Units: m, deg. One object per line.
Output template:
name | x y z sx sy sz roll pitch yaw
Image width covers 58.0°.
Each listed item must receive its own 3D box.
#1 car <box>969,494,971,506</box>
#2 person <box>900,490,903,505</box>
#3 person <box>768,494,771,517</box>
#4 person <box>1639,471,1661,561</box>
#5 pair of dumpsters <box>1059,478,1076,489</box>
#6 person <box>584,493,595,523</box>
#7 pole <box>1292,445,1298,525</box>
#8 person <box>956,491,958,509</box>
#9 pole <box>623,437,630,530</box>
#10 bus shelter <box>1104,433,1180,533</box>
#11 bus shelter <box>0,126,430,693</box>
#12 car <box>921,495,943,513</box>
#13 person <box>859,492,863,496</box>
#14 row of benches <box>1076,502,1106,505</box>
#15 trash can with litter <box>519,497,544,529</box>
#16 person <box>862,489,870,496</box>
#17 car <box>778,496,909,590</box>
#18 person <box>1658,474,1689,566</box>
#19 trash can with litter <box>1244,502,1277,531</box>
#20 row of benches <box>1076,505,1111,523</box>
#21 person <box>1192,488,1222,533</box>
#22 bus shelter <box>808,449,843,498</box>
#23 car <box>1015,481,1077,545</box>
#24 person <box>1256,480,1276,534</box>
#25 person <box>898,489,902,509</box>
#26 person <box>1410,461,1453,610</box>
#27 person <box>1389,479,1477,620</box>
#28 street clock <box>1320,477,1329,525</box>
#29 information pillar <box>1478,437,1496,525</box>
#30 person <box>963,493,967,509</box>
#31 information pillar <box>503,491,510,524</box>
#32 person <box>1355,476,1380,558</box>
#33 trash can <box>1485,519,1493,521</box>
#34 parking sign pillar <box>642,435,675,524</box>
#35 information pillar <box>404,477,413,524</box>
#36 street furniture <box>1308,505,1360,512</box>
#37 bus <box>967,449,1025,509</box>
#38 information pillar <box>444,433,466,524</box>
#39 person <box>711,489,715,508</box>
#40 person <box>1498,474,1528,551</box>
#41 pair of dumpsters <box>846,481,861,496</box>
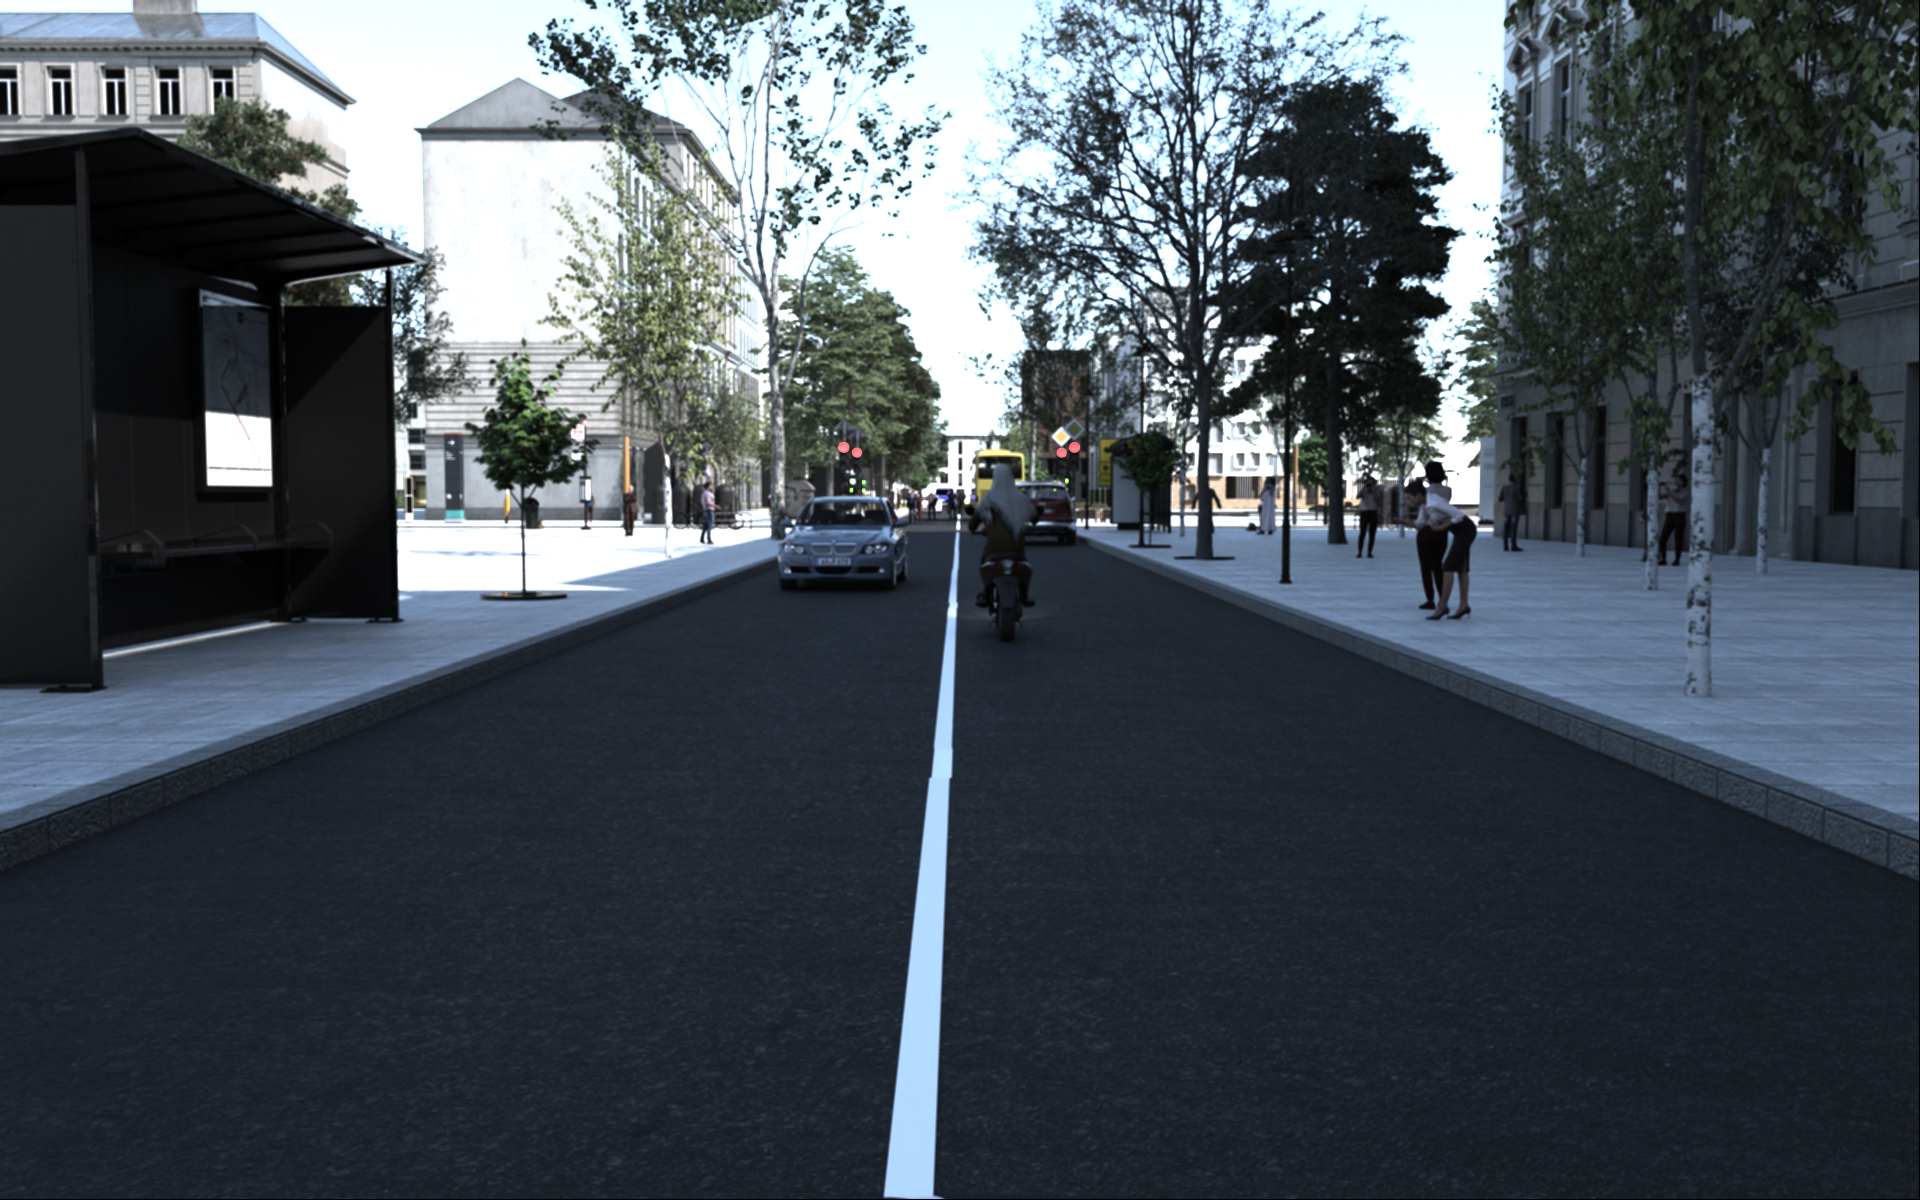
car | 1.992 -10.245 176.184 2.281 1.827 5.304 0 4 1
person | -7.204 -12.314 208.058 1.217 1.739 0.721 0 4 0
person | -10.740 -5.466 98.644 0.421 1.427 0.697 1 4 9
person | 13.184 -1.610 33.162 0.445 1.727 0.742 1 4 10
pair of dumpsters | 6.165 -6.258 104.813 1.574 2.255 4.436 0 3 0
person | -16.349 -4.168 76.057 0.647 1.594 0.662 -1 4 -8
pole | 13.926 -4.779 71.985 0.158 3.312 0.155 0 3 0
person | -0.238 -9.792 169.541 0.756 1.711 0.436 1 4 8
pole | -11.865 -4.142 61.562 0.158 3.312 0.155 0 3 0
bus shelter | 6.163 -3.995 59.248 2.014 3.302 5.546 0 3 0
bus shelter | -6.118 -1.403 14.226 1.731 3.624 6.357 0 3 0
car | -2.354 -7.447 134.128 2.083 1.381 4.827 0 4 -1
person | -5.173 -4.980 89.737 0.388 1.546 0.482 2 4 32
row of benches | 8.746 -6.853 127.511 4.104 0.672 1.422 1 4 13
trash can with litter | -15.560 -3.158 63.028 0.624 1.170 1.055 0 4 8
person | -5.698 -5.963 105.001 0.566 1.644 0.517 -2 4 -27
car | -1.786 -0.945 27.446 2.014 1.417 4.499 0 4 2
person | 12.750 -1.439 31.025 0.566 1.644 0.517 1 4 8
trash can with litter | 10.492 -3.004 60.499 1.055 1.170 0.624 -1 4 -11
row of benches | 6.882 -3.725 76.360 4.104 0.672 1.422 2 4 32
person | 8.019 -3.043 56.353 0.990 1.755 0.434 1 4 18
bus shelter | -6.632 -5.923 88.119 1.731 3.624 6.357 0 3 0
car | 2.256 -2.558 50.490 2.281 1.827 5.304 0 4 0
person | 9.803 -2.966 55.207 0.621 1.740 0.551 3 4 37
person | -5.334 -8.933 152.834 0.721 1.736 1.217 -1 4 -19
person | 5.245 -0.725 19.352 0.517 1.644 0.566 2 4 30
person | 4.872 -0.517 17.686 0.799 1.438 0.628 -3 4 -37
street clock | 15.187 -4.118 71.891 0.471 2.002 0.358 0 4 6
information pillar | 22.079 -4.868 70.907 1.656 3.620 0.184 2 4 35
person | 0.268 -9.621 165.941 1.348 1.807 0.705 -3 5 -43
information pillar | -19.416 -5.062 74.118 0.183 3.616 0.504 -2 4 -30
person | 8.229 -1.674 34.868 0.566 1.644 0.517 -3 5 -41
trash can | 22.699 -3.806 73.876 0.748 1.137 0.748 0 3 0
parking sign pillar | -12.774 -5.204 73.564 1.447 3.967 1.447 -1 4 -18
information pillar | -23.702 -4.277 74.425 0.304 2.012 0.304 -2 4 -31
street furniture | 30.280 -6.995 129.997 10.072 0.657 5.734 -1 4 -16
bus | 1.945 -6.287 94.339 2.896 3.916 12.252 0 4 -1
information pillar | -21.544 -5.163 73.799 0.750 3.857 0.750 0 4 -1
person | -11.093 -4.195 76.839 0.614 1.554 0.590 -3 4 -38
person | 12.452 -1.963 38.953 0.431 1.722 0.655 -2 4 -32
pair of dumpsters | -7.903 -7.637 127.366 1.574 2.255 4.436 0 3 0
